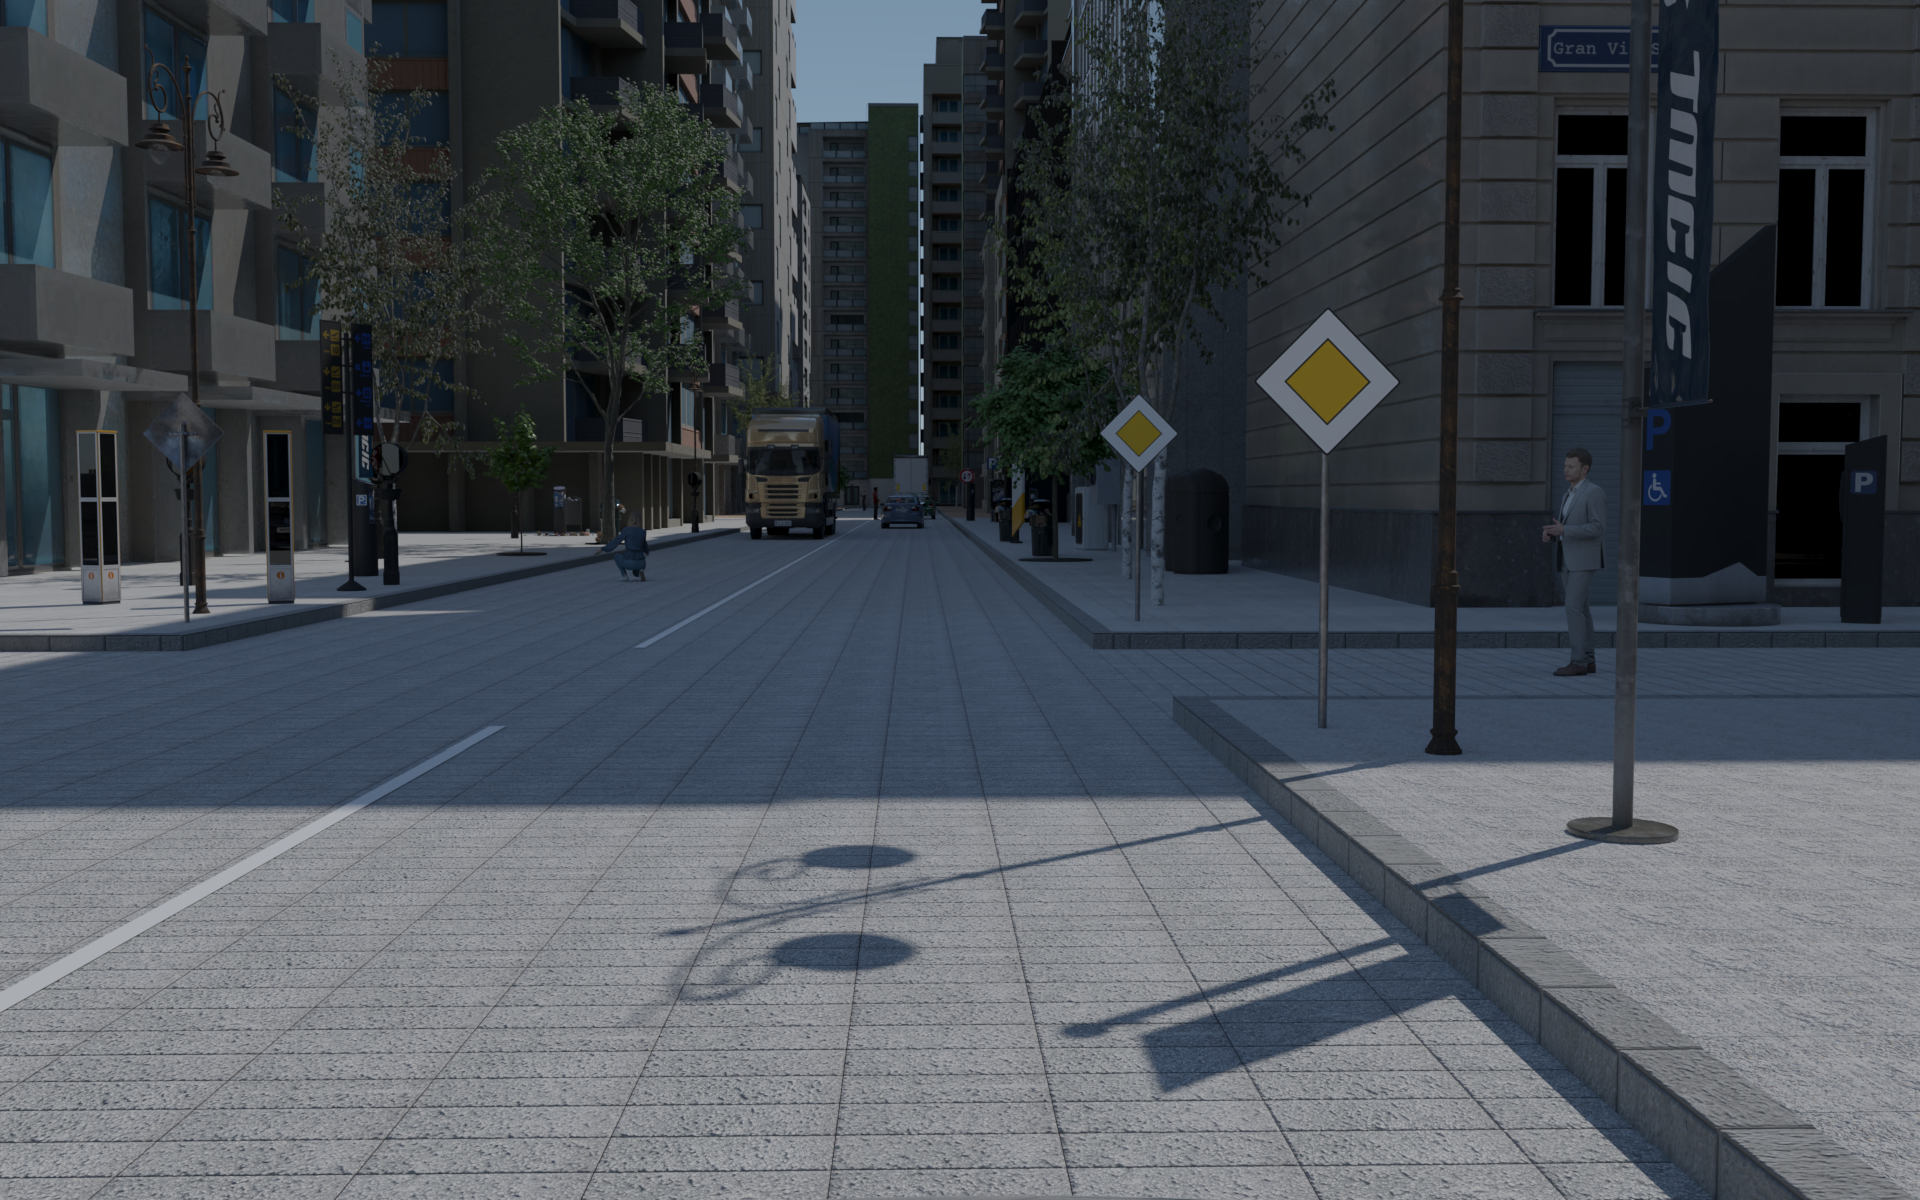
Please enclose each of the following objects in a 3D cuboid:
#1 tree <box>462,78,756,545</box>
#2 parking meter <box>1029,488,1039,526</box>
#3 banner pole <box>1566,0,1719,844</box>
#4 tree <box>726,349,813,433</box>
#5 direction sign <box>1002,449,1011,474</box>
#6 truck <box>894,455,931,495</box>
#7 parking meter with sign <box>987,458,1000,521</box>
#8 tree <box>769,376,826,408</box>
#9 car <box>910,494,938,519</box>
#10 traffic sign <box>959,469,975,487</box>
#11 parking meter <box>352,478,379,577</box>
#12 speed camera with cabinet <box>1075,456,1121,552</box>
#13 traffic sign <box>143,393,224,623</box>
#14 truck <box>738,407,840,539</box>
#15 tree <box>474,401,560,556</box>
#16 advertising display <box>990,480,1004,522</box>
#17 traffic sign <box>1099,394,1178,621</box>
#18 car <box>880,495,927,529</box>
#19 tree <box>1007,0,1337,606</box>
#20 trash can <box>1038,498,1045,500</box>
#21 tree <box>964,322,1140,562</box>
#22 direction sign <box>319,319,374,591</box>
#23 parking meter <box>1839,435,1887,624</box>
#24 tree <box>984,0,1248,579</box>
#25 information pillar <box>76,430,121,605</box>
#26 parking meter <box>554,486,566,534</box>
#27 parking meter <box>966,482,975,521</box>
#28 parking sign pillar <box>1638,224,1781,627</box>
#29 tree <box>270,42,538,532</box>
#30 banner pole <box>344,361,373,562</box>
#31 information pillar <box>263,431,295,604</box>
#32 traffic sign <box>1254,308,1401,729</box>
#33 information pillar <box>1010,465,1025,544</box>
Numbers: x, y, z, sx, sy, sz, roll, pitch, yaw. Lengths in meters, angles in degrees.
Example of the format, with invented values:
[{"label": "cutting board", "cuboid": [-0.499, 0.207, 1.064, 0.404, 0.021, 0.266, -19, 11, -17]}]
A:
[{"label": "tree", "cuboid": [-8.752, -7.204, 43.540, 9.928, 11.665, 9.643, 0, 3, 0]}, {"label": "parking meter", "cuboid": [2.987, -3.766, 69.981, 0.372, 1.533, 0.369, 0, 3, 0]}, {"label": "banner pole", "cuboid": [2.502, -0.989, 6.189, 0.401, 3.779, 0.863, 0, 4, -1]}, {"label": "tree", "cuboid": [-9.987, -8.465, 88.759, 4.737, 8.622, 4.395, 0, 3, 0]}, {"label": "direction sign", "cuboid": [2.085, -4.690, 68.683, 0.876, 3.537, 0.379, 2, 4, 25]}, {"label": "truck", "cuboid": [-3.598, -8.630, 130.015, 2.839, 4.237, 11.283, 0, 4, -1]}, {"label": "parking meter with sign", "cuboid": [1.632, -5.249, 82.083, 0.543, 3.016, 1.738, 0, 4, -5]}, {"label": "tree", "cuboid": [-10.332, -9.705, 109.033, 4.360, 8.622, 3.978, 0, 3, 0]}, {"label": "car", "cuboid": [-2.306, -5.364, 99.503, 2.131, 1.459, 4.920, 0, 4, -1]}, {"label": "traffic sign", "cuboid": [0.349, -5.287, 86.548, 0.768, 2.556, 0.104, 0, 4, 5]}, {"label": "parking meter", "cuboid": [-9.293, -1.140, 27.055, 0.372, 1.533, 0.369, 0, 3, 0]}, {"label": "speed camera with cabinet", "cuboid": [3.110, -2.748, 39.261, 0.660, 3.252, 2.038, -1, 4, -10]}, {"label": "traffic sign", "cuboid": [-7.703, -0.829, 17.204, 0.795, 2.450, 0.064, 0, 4, -1]}, {"label": "truck", "cuboid": [-5.548, -4.247, 58.360, 2.839, 4.237, 11.283, 0, 4, -1]}, {"label": "tree", "cuboid": [-9.074, -2.539, 36.108, 1.663, 3.219, 1.824, 0, 3, 0]}, {"label": "advertising display", "cuboid": [1.718, -4.495, 78.701, 0.123, 1.923, 0.974, 3, 5, 40]}, {"label": "traffic sign", "cuboid": [1.789, -0.842, 17.414, 0.795, 2.450, 0.064, 0, 4, -1]}, {"label": "car", "cuboid": [-2.410, -3.744, 73.221, 2.014, 1.417, 4.499, 0, 4, 0]}, {"label": "tree", "cuboid": [2.307, -4.257, 19.967, 4.360, 8.622, 3.978, 0, 3, 0]}, {"label": "trash can", "cuboid": [3.140, -3.622, 70.878, 0.748, 1.137, 0.748, 0, 3, 0]}, {"label": "tree", "cuboid": [1.803, -3.032, 33.294, 4.285, 4.588, 4.351, 0, 3, 0]}, {"label": "direction sign", "cuboid": [-8.084, -1.891, 22.907, 0.379, 3.537, 0.876, 2, 4, 27]}, {"label": "parking meter", "cuboid": [8.956, -0.703, 17.210, 0.399, 1.863, 0.255, 2, 4, 31]}, {"label": "tree", "cuboid": [2.490, -4.641, 26.245, 4.737, 8.622, 4.395, 0, 3, 0]}, {"label": "information pillar", "cuboid": [-10.004, -0.956, 20.125, 0.304, 2.012, 0.304, 1, 4, 16]}, {"label": "parking meter", "cuboid": [-12.830, -2.881, 55.518, 0.372, 1.533, 0.369, 0, 3, 0]}, {"label": "parking meter", "cuboid": [0.516, -4.708, 82.690, 0.255, 1.863, 0.399, 3, 5, 40]}, {"label": "parking sign pillar", "cuboid": [7.472, -1.765, 17.327, 1.447, 3.967, 1.447, -2, 4, -24]}, {"label": "tree", "cuboid": [-9.393, -4.791, 28.697, 4.360, 8.622, 3.978, 0, 3, 0]}, {"label": "banner pole", "cuboid": [-11.359, -2.619, 32.830, 0.401, 3.779, 0.863, 1, 4, 15]}, {"label": "information pillar", "cuboid": [-7.972, -0.965, 20.278, 0.304, 2.012, 0.304, -1, 4, -22]}, {"label": "traffic sign", "cuboid": [1.983, -0.354, 9.431, 0.795, 2.450, 0.064, 0, 4, -1]}, {"label": "information pillar", "cuboid": [1.506, -3.275, 44.905, 0.183, 3.616, 0.504, -2, 4, -31]}]
